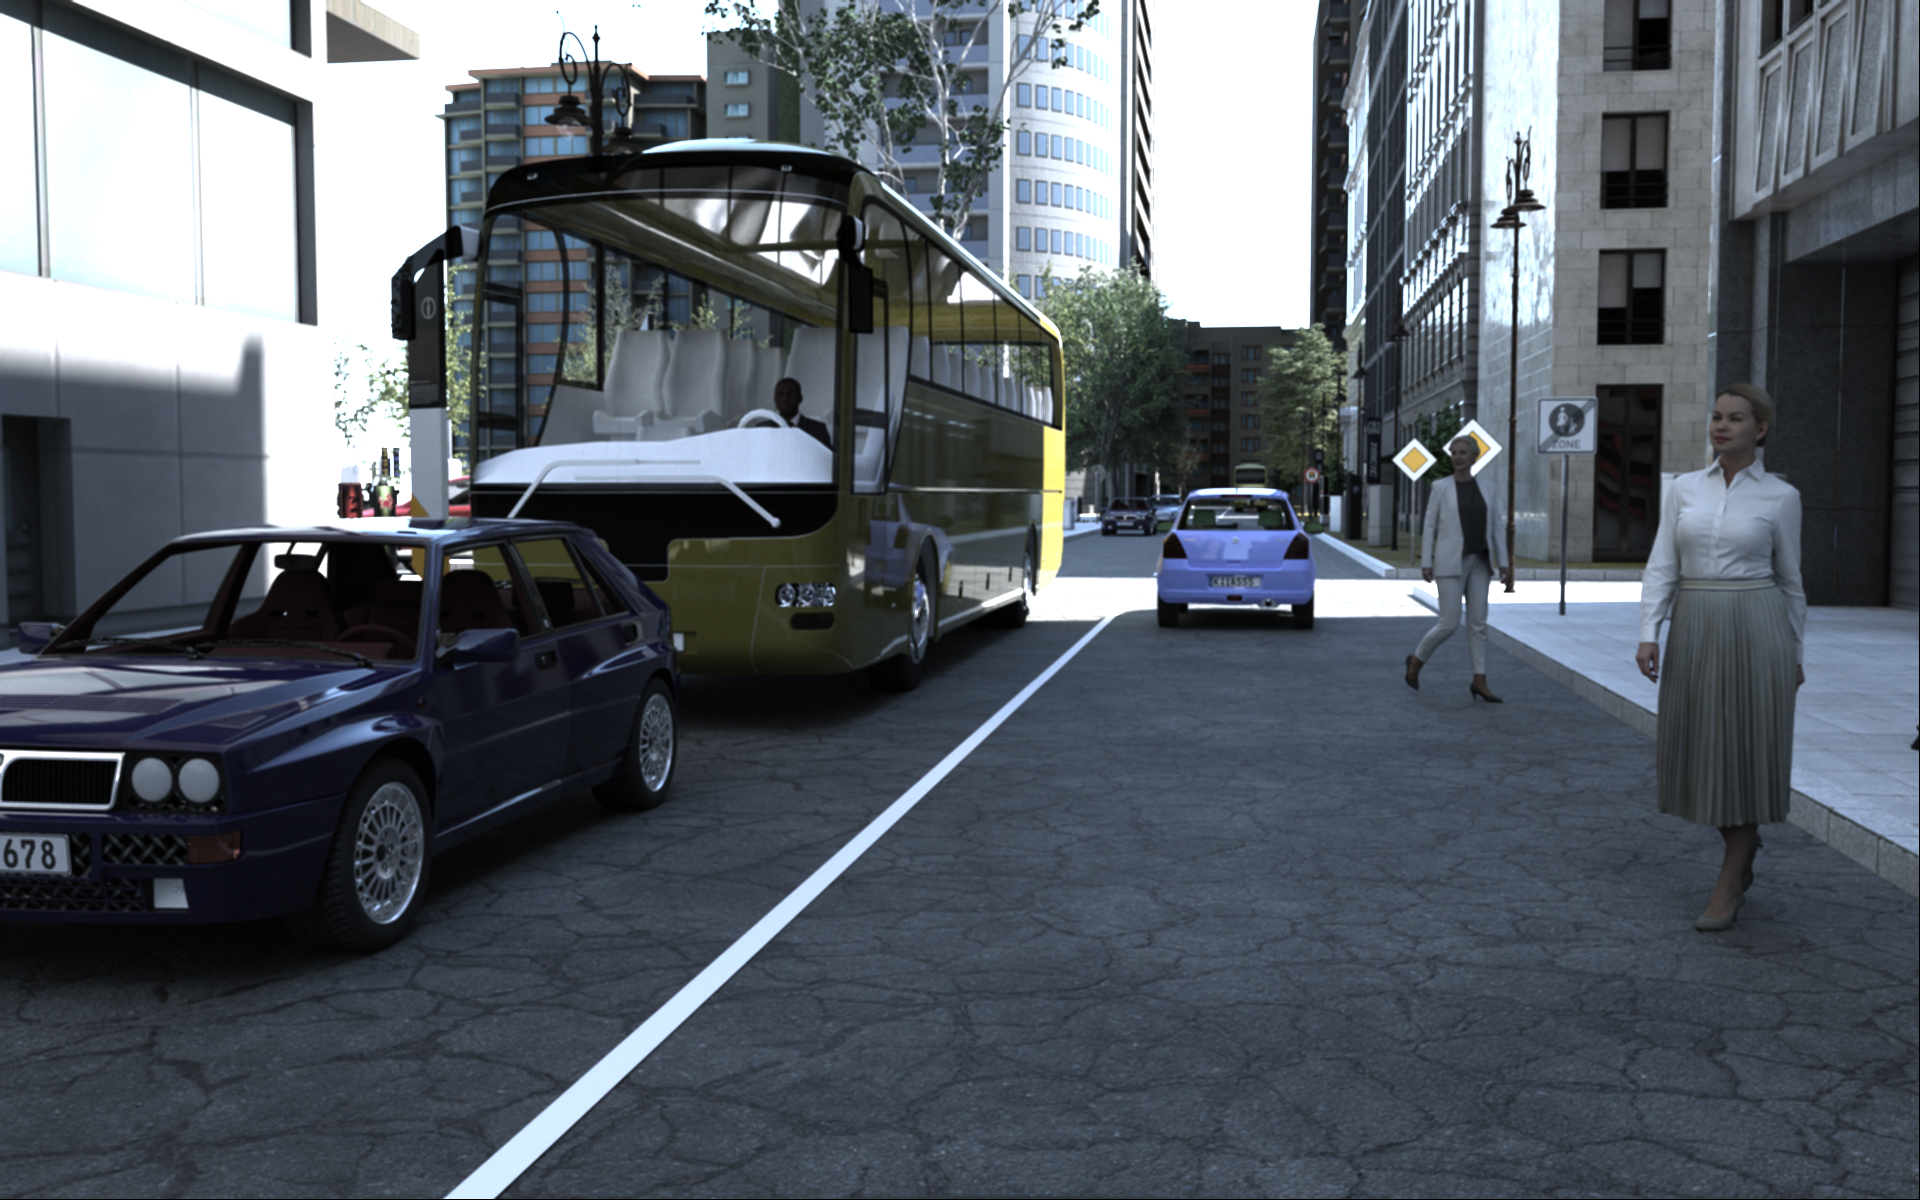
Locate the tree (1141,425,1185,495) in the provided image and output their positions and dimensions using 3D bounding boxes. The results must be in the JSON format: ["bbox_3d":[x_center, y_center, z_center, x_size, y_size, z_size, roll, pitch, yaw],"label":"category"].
[{"bbox_3d":[14.982,-11.081,131.538,4.737,8.622,4.395,0,3,0],"label":"tree"}]

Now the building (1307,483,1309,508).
[{"bbox_3d":[41.186,-29.690,169.018,14.154,41.232,14.086,1,4,9],"label":"building"}]

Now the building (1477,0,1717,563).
[{"bbox_3d":[20.130,-11.057,35.533,16.860,20.320,10.420,1,4,9],"label":"building"}]

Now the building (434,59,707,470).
[{"bbox_3d":[-36.898,-32.009,177.963,28.867,44.769,22.147,1,4,9],"label":"building"}]

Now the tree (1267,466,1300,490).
[{"bbox_3d":[32.591,-11.674,174.583,4.285,4.588,4.351,0,3,0],"label":"tree"}]

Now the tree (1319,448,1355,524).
[{"bbox_3d":[15.855,-4.824,73.477,1.663,3.219,1.824,0,3,0],"label":"tree"}]

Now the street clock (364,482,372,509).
[{"bbox_3d":[-35.018,-5.993,102.559,0.471,2.002,0.358,2,4,35],"label":"street clock"}]

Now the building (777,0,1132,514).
[{"bbox_3d":[0.589,-35.448,121.578,21.231,58.520,28.212,1,4,9],"label":"building"}]

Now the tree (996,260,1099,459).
[{"bbox_3d":[2.090,-6.333,53.901,4.737,8.622,4.395,0,3,0],"label":"tree"}]

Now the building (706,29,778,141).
[{"bbox_3d":[-12.015,-33.637,173.663,21.600,48.544,21.300,1,4,9],"label":"building"}]

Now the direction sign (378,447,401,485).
[{"bbox_3d":[-27.201,-5.553,82.795,0.876,3.537,0.379,-1,4,-17],"label":"direction sign"}]

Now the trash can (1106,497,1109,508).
[{"bbox_3d":[8.379,-5.331,98.811,0.748,1.137,0.748,0,3,0],"label":"trash can"}]

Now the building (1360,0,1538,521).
[{"bbox_3d":[24.690,-17.007,71.577,14.314,27.812,24.014,1,4,9],"label":"building"}]

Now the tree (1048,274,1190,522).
[{"bbox_3d":[6.868,-9.494,80.976,9.928,11.665,9.643,0,3,0],"label":"tree"}]

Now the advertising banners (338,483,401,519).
[{"bbox_3d":[-8.530,-1.718,24.278,0.090,3.025,2.074,1,4,19],"label":"advertising banners"}]

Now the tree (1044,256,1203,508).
[{"bbox_3d":[8.072,-11.331,91.911,9.857,13.997,8.962,0,3,0],"label":"tree"}]

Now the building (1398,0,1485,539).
[{"bbox_3d":[18.602,-12.333,50.796,9.793,20.994,18.267,1,4,9],"label":"building"}]

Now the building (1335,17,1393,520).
[{"bbox_3d":[27.836,-18.817,93.566,13.634,28.700,20.117,1,4,9],"label":"building"}]

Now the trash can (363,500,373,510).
[{"bbox_3d":[-14.599,-1.853,41.948,0.748,1.137,0.748,0,3,0],"label":"trash can"}]

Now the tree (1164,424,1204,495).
[{"bbox_3d":[22.875,-13.936,178.209,4.360,8.622,3.978,0,3,0],"label":"tree"}]

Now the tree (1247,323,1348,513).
[{"bbox_3d":[22.887,-12.014,114.557,7.486,12.596,7.792,0,3,0],"label":"tree"}]

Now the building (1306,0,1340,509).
[{"bbox_3d":[38.483,-30.855,154.588,14.600,45.320,14.200,1,4,9],"label":"building"}]

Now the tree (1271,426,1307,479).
[{"bbox_3d":[34.454,-14.141,181.567,4.737,8.622,4.395,0,3,0],"label":"tree"}]

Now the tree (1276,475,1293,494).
[{"bbox_3d":[30.269,-10.125,160.141,1.663,3.219,1.824,0,3,0],"label":"tree"}]

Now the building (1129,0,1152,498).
[{"bbox_3d":[4.838,-31.968,146.378,21.300,48.544,21.600,1,4,9],"label":"building"}]

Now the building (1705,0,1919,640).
[{"bbox_3d":[13.297,-11.710,9.476,12.078,24.808,19.932,1,4,9],"label":"building"}]

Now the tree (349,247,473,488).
[{"bbox_3d":[-15.894,-6.189,51.546,4.737,8.622,4.395,0,3,0],"label":"tree"}]

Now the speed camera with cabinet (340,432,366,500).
[{"bbox_3d":[-19.756,-3.781,56.162,0.660,3.252,2.038,-1,4,-17],"label":"speed camera with cabinet"}]

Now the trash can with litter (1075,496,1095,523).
[{"bbox_3d":[5.298,-4.132,78.616,1.678,1.210,2.233,0,4,4],"label":"trash can with litter"}]

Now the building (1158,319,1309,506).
[{"bbox_3d":[26.554,-22.013,204.949,28.899,21.520,27.650,1,4,9],"label":"building"}]

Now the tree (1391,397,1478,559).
[{"bbox_3d":[9.734,-2.439,34.486,1.663,3.219,1.824,0,3,0],"label":"tree"}]

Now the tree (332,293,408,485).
[{"bbox_3d":[-22.257,-6.886,62.944,4.360,8.622,3.978,0,3,0],"label":"tree"}]

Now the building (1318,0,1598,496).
[{"bbox_3d":[39.119,-29.241,132.718,22.147,44.769,28.867,1,4,9],"label":"building"}]

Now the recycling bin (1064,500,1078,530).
[{"bbox_3d":[3.671,-3.000,61.605,0.722,1.027,0.722,1,4,14],"label":"recycling bin"}]

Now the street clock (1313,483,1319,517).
[{"bbox_3d":[20.200,-5.735,98.330,0.358,2.002,0.471,0,4,-6],"label":"street clock"}]

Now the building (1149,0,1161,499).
[{"bbox_3d":[9.004,-44.800,170.732,20.611,71.187,20.563,1,4,9],"label":"building"}]

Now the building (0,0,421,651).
[{"bbox_3d":[-20.860,-25.669,8.925,27.495,52.752,28.713,1,4,9],"label":"building"}]

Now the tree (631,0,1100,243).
[{"bbox_3d":[-1.831,-11.364,41.696,12.611,20.169,13.585,0,3,0],"label":"tree"}]
